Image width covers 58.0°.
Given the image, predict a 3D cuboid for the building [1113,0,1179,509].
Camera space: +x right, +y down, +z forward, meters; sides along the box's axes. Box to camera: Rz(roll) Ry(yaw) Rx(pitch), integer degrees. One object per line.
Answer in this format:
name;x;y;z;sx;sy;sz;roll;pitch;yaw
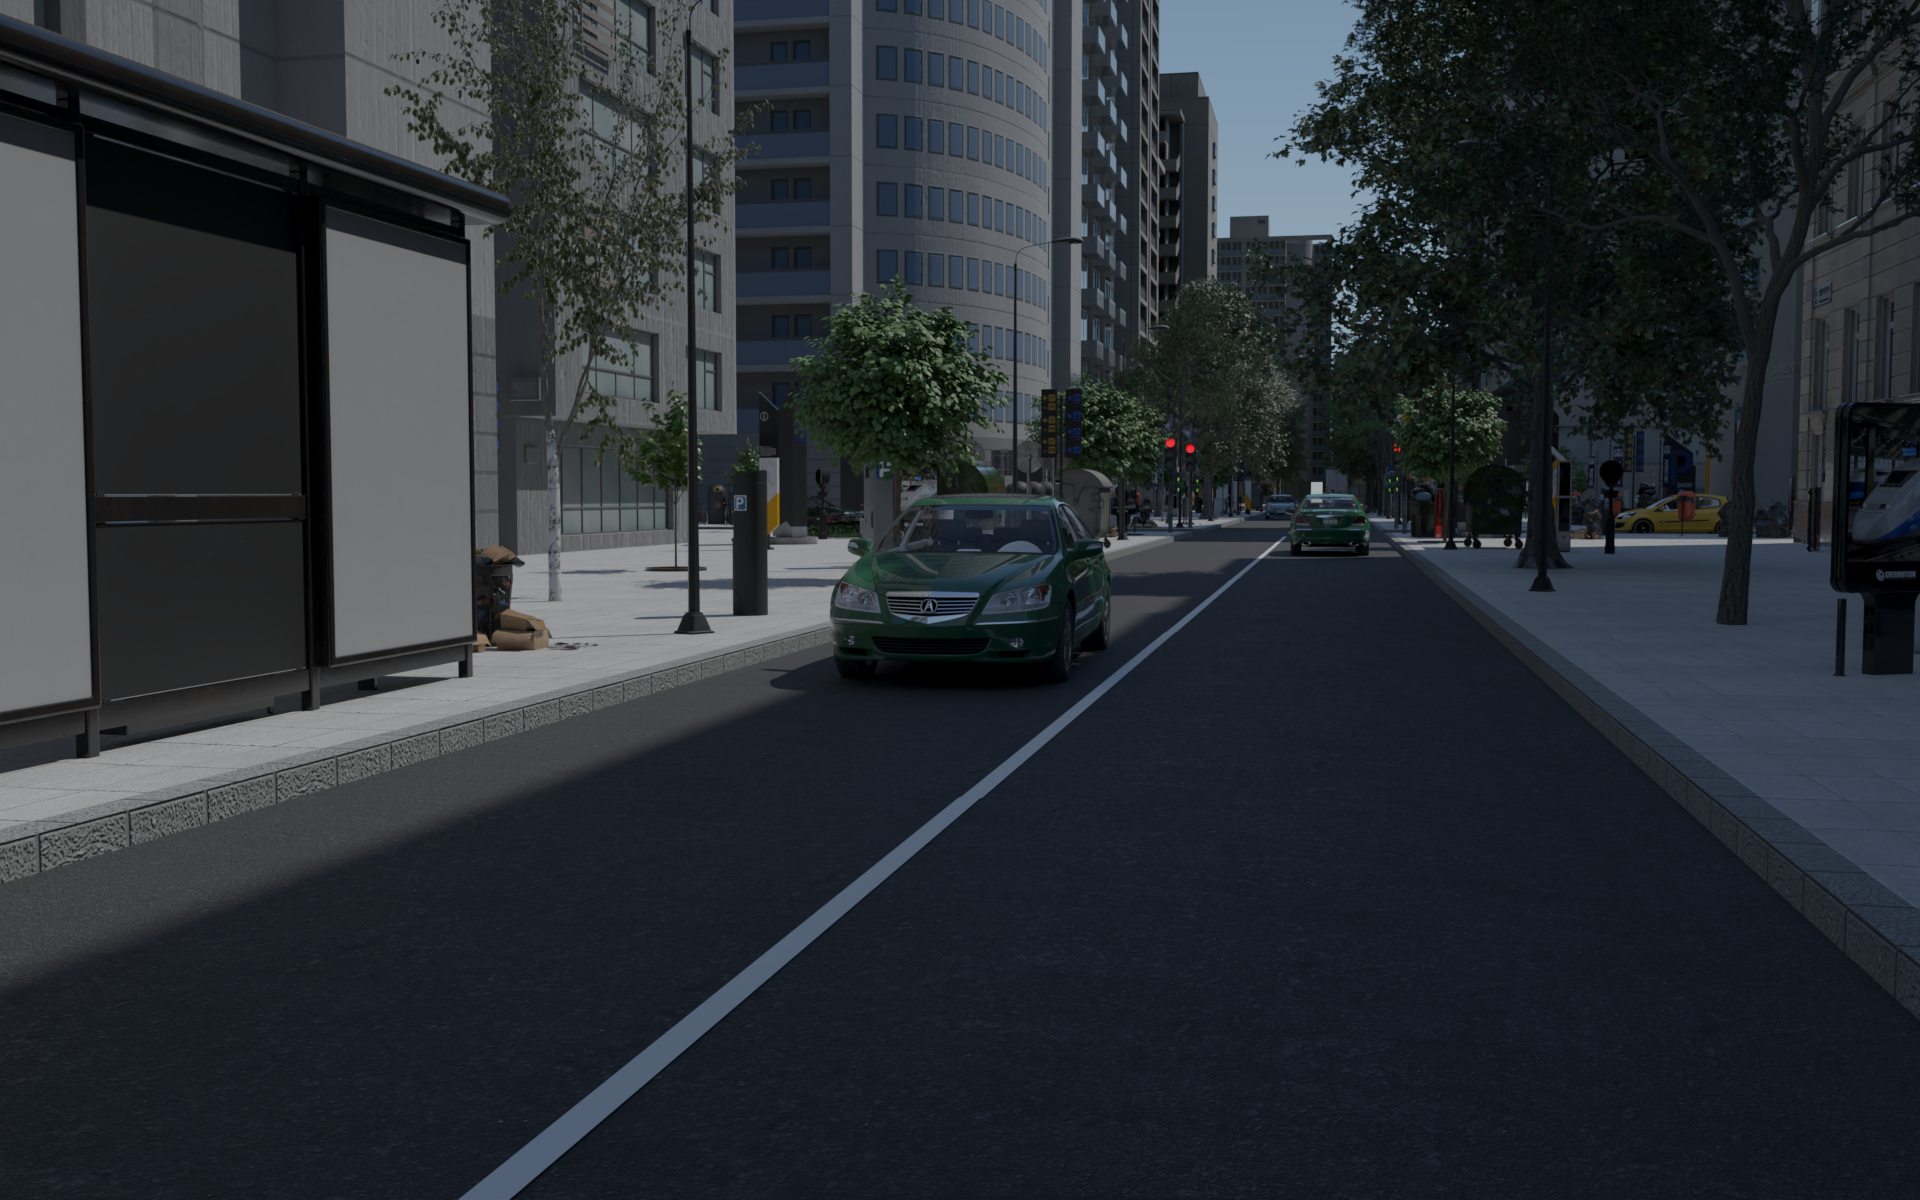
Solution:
building;8.922;-43.613;151.331;20.563;71.187;20.611;1;4;12

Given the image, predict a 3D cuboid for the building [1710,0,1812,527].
building;44.982;-27.570;74.466;21.600;48.544;21.300;1;4;12

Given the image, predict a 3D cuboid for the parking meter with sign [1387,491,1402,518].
parking meter with sign;23.733;-5.941;93.397;1.738;3.016;0.543;-3;5;-41

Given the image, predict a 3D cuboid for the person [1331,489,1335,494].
person;22.660;-5.866;105.159;0.760;1.731;0.466;-2;4;-28

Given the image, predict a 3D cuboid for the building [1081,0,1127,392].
building;0.092;-30.983;126.174;23.786;49.044;30.456;1;4;12

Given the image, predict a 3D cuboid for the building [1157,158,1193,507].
building;7.170;-29.575;175.434;32.217;40.220;23.993;1;4;12

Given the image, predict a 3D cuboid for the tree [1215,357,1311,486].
tree;27.082;-15.358;157.751;9.857;13.997;8.962;0;3;0

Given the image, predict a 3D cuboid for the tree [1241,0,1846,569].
tree;9.994;-6.887;29.608;9.611;12.733;9.660;0;3;0

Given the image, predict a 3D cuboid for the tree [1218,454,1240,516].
tree;14.702;-7.170;100.945;4.285;4.588;4.351;0;3;0

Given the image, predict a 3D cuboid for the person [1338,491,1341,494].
person;32.450;-8.473;147.772;1.217;1.736;0.721;-3;5;-44

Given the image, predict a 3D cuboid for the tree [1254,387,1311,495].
tree;33.130;-16.171;182.519;7.486;12.596;7.792;0;3;0

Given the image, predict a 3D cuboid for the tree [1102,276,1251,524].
tree;9.270;-8.560;74.364;7.601;10.594;8.767;3;5;42

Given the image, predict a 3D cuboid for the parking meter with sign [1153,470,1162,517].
parking meter with sign;11.356;-6.310;99.423;0.543;3.016;1.738;1;4;10

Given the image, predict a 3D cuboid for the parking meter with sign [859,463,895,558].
parking meter with sign;-1.382;-2.083;30.312;0.543;3.016;1.738;-1;4;-19

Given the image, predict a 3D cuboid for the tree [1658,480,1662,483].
tree;43.566;-6.759;105.114;1.663;3.219;1.824;0;3;0

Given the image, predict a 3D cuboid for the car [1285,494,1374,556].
car;8.915;-1.835;41.804;2.131;1.459;4.920;1;4;11

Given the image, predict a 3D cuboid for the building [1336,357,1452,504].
building;66.060;-24.016;237.694;28.899;21.520;27.650;1;4;12

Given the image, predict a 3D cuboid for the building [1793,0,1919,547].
building;24.800;-14.332;31.599;12.463;27.353;25.104;1;4;12

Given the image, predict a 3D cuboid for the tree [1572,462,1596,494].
tree;37.445;-6.739;104.776;1.663;3.219;1.824;0;3;0

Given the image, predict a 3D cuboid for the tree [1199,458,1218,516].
tree;5.104;-4.304;54.084;4.285;4.588;4.351;0;3;0

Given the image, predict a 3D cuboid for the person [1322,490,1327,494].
person;33.779;-9.277;160.039;0.709;1.838;0.599;3;5;40

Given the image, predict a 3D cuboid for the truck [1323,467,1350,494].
truck;40.268;-12.010;185.284;2.839;4.237;11.283;1;4;12

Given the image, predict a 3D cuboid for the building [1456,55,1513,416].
building;56.234;-30.549;154.102;22.147;44.769;28.867;1;4;12

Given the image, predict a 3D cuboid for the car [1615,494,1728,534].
car;24.198;-2.951;58.471;3.980;1.641;2.015;1;4;13

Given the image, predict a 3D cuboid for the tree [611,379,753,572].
tree;-4.743;-2.112;29.135;1.663;3.219;1.824;0;3;0

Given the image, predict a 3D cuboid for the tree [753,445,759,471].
tree;-7.308;-3.932;58.891;1.663;3.219;1.824;0;3;0

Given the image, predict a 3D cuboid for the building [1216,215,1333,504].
building;40.661;-33.816;244.767;23.993;40.220;32.217;1;4;12

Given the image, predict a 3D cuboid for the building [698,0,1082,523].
building;-6.123;-33.462;89.099;21.231;58.520;28.212;1;4;12

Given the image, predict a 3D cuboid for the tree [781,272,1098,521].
tree;-0.906;-2.564;25.638;4.285;4.588;4.351;0;3;0

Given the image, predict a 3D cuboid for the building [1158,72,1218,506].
building;18.063;-35.147;198.348;21.600;48.544;21.300;1;4;12

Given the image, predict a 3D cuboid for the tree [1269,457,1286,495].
tree;36.878;-15.369;201.642;4.360;8.622;3.978;0;3;0

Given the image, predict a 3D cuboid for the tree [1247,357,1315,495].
tree;38.679;-21.987;215.375;12.611;20.169;13.585;0;3;0

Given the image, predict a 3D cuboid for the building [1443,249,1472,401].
building;63.081;-34.445;182.784;23.786;49.044;30.456;1;4;12

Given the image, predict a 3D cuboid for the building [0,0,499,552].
building;-20.349;-28.842;13.574;21.231;58.520;28.212;1;4;12

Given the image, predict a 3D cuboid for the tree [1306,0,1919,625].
tree;7.506;-5.016;16.421;8.767;10.594;7.601;1;4;13

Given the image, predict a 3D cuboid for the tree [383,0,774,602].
tree;-4.611;-4.287;20.453;4.360;8.622;3.978;0;3;0

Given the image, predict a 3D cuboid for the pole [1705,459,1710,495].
pole;29.273;-4.526;67.849;0.158;3.312;0.155;0;3;0

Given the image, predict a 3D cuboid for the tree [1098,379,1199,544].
tree;3.294;-3.759;45.175;4.285;4.588;4.351;0;3;0

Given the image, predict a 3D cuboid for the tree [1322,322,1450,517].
tree;24.365;-10.606;99.166;9.928;11.665;9.643;0;3;0

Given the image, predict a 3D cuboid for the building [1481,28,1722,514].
building;50.883;-32.355;118.241;28.713;52.752;27.495;1;4;12

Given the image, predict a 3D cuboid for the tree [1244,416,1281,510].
tree;23.685;-11.506;138.492;4.737;8.622;4.395;0;3;0

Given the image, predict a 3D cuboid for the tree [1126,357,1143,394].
tree;12.726;-10.535;89.249;9.611;12.733;9.660;0;3;0

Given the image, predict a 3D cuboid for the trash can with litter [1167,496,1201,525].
trash can with litter;9.185;-3.730;72.046;1.678;1.210;2.233;1;4;18

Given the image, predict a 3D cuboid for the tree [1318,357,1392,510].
tree;33.949;-14.424;142.480;9.857;13.997;8.962;0;3;0

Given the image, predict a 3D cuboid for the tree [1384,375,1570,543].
tree;12.815;-3.801;45.867;4.285;4.588;4.351;0;3;0

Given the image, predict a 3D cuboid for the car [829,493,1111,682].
car;0.226;-0.187;14.853;2.131;1.459;4.920;1;4;11

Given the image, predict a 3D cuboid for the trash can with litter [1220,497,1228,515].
trash can with litter;16.586;-5.897;107.806;0.624;1.170;1.055;-2;4;-26

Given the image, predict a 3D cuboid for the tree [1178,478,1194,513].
tree;15.491;-7.617;119.134;1.663;3.219;1.824;0;3;0

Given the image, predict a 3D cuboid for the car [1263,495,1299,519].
car;18.445;-5.357;99.592;2.014;1.417;4.499;1;4;10

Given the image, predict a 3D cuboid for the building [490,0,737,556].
building;-13.566;-21.955;42.567;14.086;41.232;14.154;1;4;12

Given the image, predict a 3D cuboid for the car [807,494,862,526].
car;-5.661;-3.362;64.757;4.222;1.686;2.009;1;4;11

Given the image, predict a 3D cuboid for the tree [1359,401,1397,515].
tree;26.664;-9.620;107.644;4.360;8.622;3.978;0;3;0

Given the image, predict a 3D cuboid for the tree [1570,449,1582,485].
tree;34.159;-7.118;100.101;4.285;4.588;4.351;0;3;0
